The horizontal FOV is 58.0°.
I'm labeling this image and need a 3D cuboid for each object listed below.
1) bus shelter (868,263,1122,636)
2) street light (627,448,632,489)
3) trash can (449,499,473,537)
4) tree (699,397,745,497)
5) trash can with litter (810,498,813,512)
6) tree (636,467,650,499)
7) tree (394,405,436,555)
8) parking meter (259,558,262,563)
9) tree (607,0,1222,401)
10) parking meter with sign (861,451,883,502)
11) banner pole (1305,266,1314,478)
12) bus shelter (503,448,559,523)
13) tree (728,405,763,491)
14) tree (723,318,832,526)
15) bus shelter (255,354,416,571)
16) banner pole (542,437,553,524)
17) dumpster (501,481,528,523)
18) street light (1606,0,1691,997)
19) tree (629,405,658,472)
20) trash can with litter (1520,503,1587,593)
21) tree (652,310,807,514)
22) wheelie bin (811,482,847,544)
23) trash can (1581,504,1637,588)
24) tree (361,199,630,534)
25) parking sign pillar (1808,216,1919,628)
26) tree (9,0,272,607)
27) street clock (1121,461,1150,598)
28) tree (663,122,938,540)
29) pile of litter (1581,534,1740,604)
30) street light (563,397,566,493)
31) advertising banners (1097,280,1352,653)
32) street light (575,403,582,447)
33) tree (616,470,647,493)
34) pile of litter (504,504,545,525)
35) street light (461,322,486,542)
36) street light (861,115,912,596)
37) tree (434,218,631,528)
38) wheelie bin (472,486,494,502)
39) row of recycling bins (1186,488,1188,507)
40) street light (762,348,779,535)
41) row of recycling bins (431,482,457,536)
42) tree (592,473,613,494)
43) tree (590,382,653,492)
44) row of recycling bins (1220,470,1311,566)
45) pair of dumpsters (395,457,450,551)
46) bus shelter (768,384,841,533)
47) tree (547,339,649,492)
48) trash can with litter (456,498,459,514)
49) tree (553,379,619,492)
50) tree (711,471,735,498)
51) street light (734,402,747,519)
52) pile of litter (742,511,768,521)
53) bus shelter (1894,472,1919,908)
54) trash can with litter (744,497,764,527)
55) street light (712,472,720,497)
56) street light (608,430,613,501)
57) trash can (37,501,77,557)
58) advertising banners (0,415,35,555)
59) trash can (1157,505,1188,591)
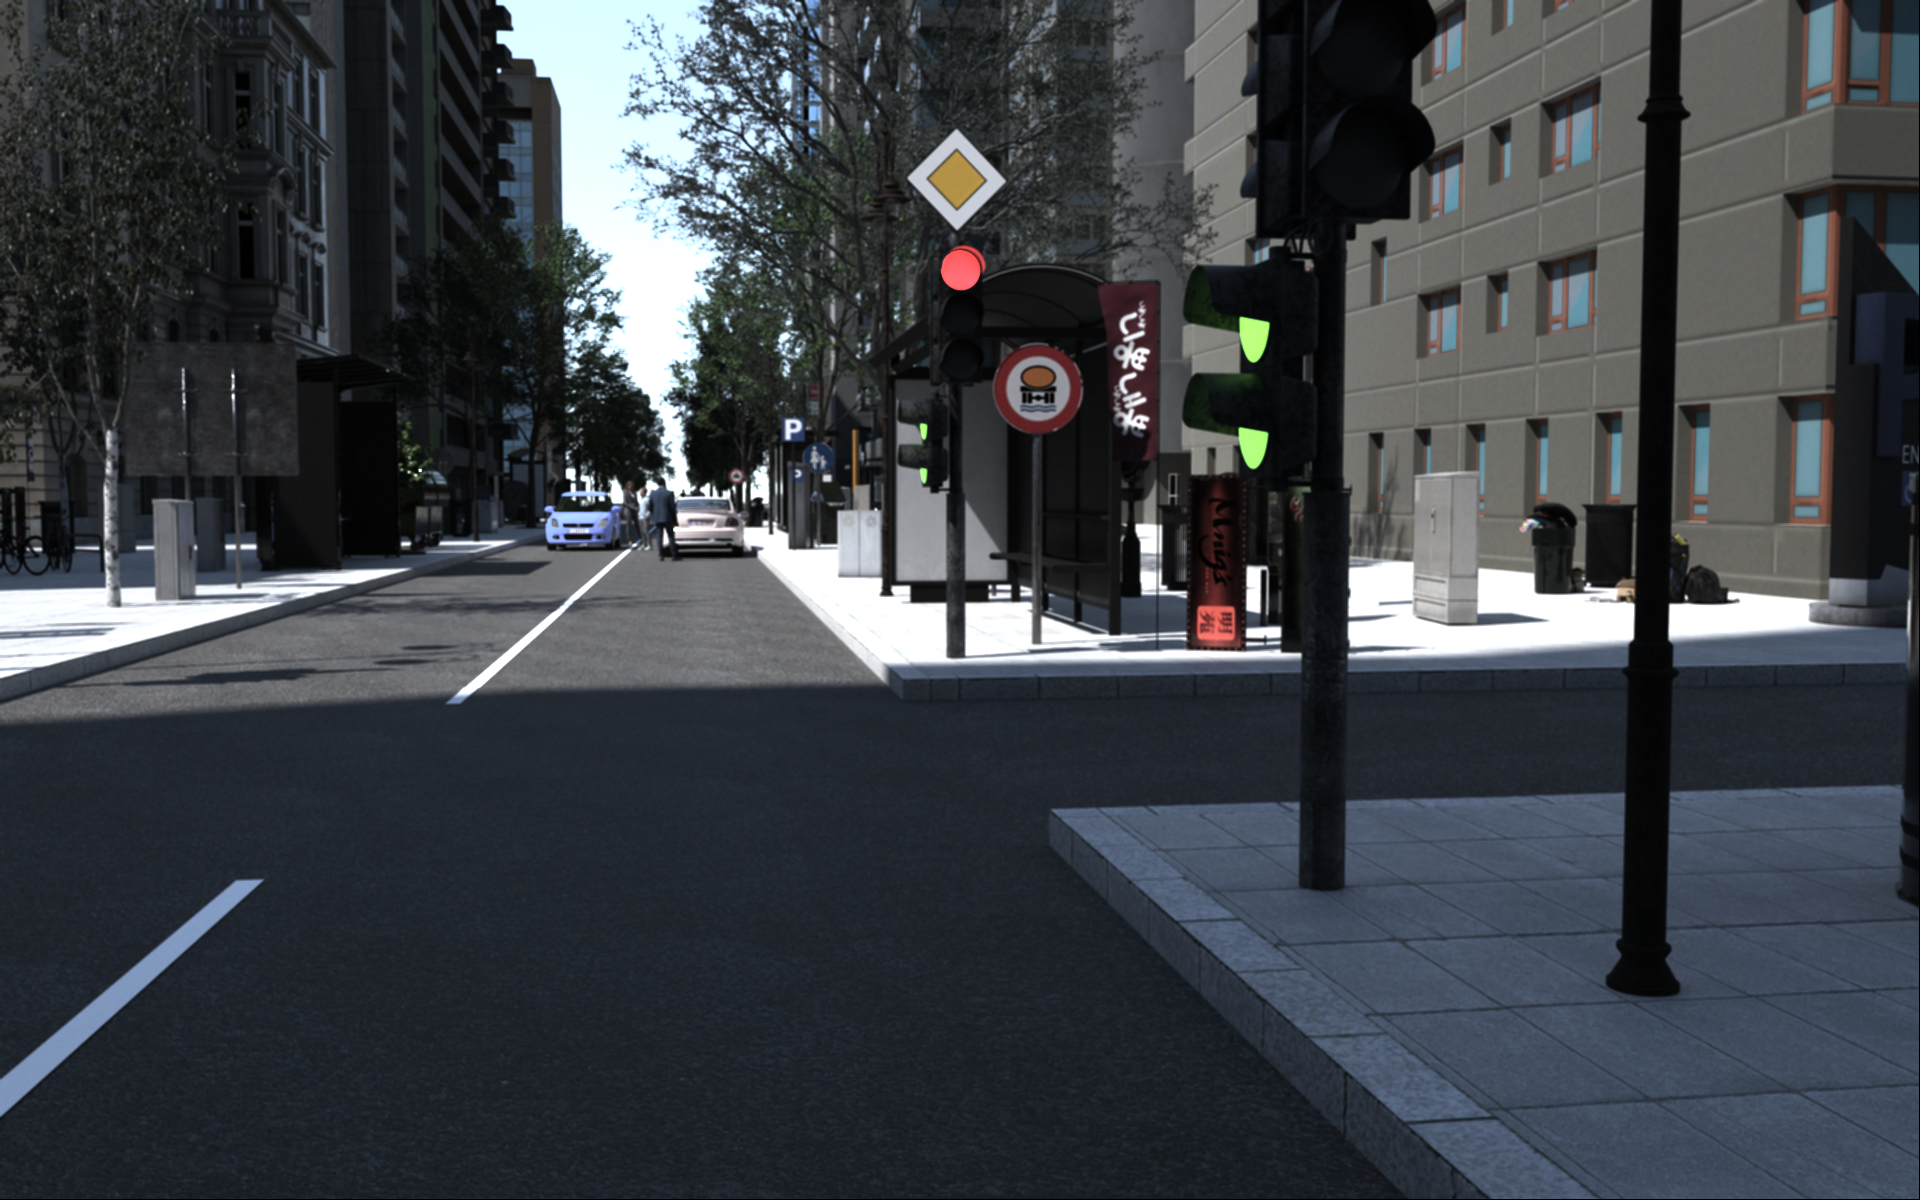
[{"bbox_3d":[0.328,-1.468,17.926,2.014,3.302,5.546,-1,4,-9],"label":"bus shelter"},{"bbox_3d":[-29.731,-11.135,154.851,0.468,5.910,1.993,-1,4,-9],"label":"street light"},{"bbox_3d":[-14.932,-2.455,51.785,0.748,1.137,0.748,0,3,0],"label":"trash can"},{"bbox_3d":[-26.682,-16.830,193.304,7.486,12.596,7.792,0,3,0],"label":"tree"},{"bbox_3d":[-4.514,-2.388,50.439,0.624,1.170,1.055,1,4,16],"label":"trash can with litter"},{"bbox_3d":[-40.531,-16.330,217.364,4.360,8.622,3.978,0,3,0],"label":"tree"},{"bbox_3d":[-12.023,-2.576,36.713,1.663,3.219,1.824,0,3,0],"label":"tree"},{"bbox_3d":[-12.990,-1.477,32.564,0.372,1.533,0.369,0,3,0],"label":"parking meter"},{"bbox_3d":[-1.080,-7.313,29.938,12.009,13.543,11.850,0,3,0],"label":"tree"},{"bbox_3d":[-3.137,-4.580,71.150,1.738,3.016,0.543,-1,4,-15],"label":"parking meter with sign"},{"bbox_3d":[3.882,-1.795,19.365,0.401,3.779,0.863,1,4,11],"label":"banner pole"},{"bbox_3d":[-19.652,-5.240,79.603,2.014,3.302,5.546,-1,4,-9],"label":"bus shelter"},{"bbox_3d":[-15.837,-10.679,124.962,4.737,8.622,4.395,0,3,0],"label":"tree"},{"bbox_3d":[-7.398,-7.254,68.966,4.360,8.622,3.978,0,3,0],"label":"tree"},{"bbox_3d":[-11.379,-2.487,31.941,1.731,3.624,6.357,-1,4,-9],"label":"bus shelter"},{"bbox_3d":[-17.886,-5.211,75.210,0.401,3.779,0.863,-3,5,-42],"label":"banner pole"},{"bbox_3d":[-19.193,-4.235,75.007,1.264,1.857,1.865,-1,4,-9],"label":"dumpster"},{"bbox_3d":[1.776,-1.929,4.326,0.468,5.910,1.993,-1,4,-9],"label":"street light"},{"bbox_3d":[-31.393,-13.803,160.087,7.601,10.594,8.767,0,4,-3],"label":"tree"},{"bbox_3d":[7.749,-0.681,22.519,0.624,1.170,1.055,3,4,37],"label":"trash can with litter"},{"bbox_3d":[-13.533,-11.521,105.374,9.611,12.733,9.660,0,3,0],"label":"tree"},{"bbox_3d":[-3.395,-2.237,44.484,0.980,1.594,0.693,-3,4,-37],"label":"wheelie bin"},{"bbox_3d":[8.928,-0.744,23.825,0.748,1.137,0.748,0,3,0],"label":"trash can"},{"bbox_3d":[-15.241,-7.339,54.399,7.601,10.594,8.767,0,4,1],"label":"tree"},{"bbox_3d":[9.241,-1.752,17.111,1.447,3.967,1.447,-2,4,-28],"label":"parking sign pillar"},{"bbox_3d":[-9.758,-4.235,19.603,4.360,8.622,3.978,0,3,0],"label":"tree"},{"bbox_3d":[2.127,-1.037,21.519,0.358,2.002,0.471,-3,4,-37],"label":"street clock"},{"bbox_3d":[-3.926,-7.520,48.712,9.928,11.665,9.643,0,3,0],"label":"tree"},{"bbox_3d":[8.345,-0.406,20.608,1.719,0.858,1.176,2,4,26],"label":"pile of litter"},{"bbox_3d":[-18.112,-6.517,79.339,0.468,5.910,1.993,-1,4,-9],"label":"street light"},{"bbox_3d":[2.126,-1.095,14.084,2.074,3.025,0.090,1,4,17],"label":"advertising banners"},{"bbox_3d":[-19.429,-7.056,88.159,0.468,5.910,1.993,-1,4,-9],"label":"street light"},{"bbox_3d":[-38.910,-13.719,208.025,4.285,4.588,4.351,0,3,0],"label":"tree"},{"bbox_3d":[-18.322,-3.584,72.570,1.719,0.858,1.176,1,4,10],"label":"pile of litter"},{"bbox_3d":[-13.066,-4.517,46.636,0.468,5.910,1.993,-1,4,-9],"label":"street light"},{"bbox_3d":[-0.925,-2.988,21.640,0.468,5.910,1.993,-1,4,-9],"label":"street light"},{"bbox_3d":[-15.980,-8.507,64.850,9.928,11.665,9.643,0,3,0],"label":"tree"},{"bbox_3d":[-17.859,-3.475,64.725,0.980,1.594,0.693,0,4,-3],"label":"wheelie bin"},{"bbox_3d":[7.881,-2.653,50.494,1.069,1.692,3.534,-2,4,-32],"label":"row of recycling bins"},{"bbox_3d":[-5.993,-5.014,54.763,0.468,5.910,1.993,-1,4,-9],"label":"street light"},{"bbox_3d":[-16.415,-2.873,54.089,1.069,1.692,3.534,0,4,-8],"label":"row of recycling bins"},{"bbox_3d":[-27.339,-8.504,133.643,1.663,3.219,1.824,0,3,0],"label":"tree"},{"bbox_3d":[-33.599,-15.929,177.445,9.611,12.733,9.660,0,3,0],"label":"tree"},{"bbox_3d":[5.576,-1.498,31.597,1.069,1.692,3.534,-1,4,-22],"label":"row of recycling bins"},{"bbox_3d":[-13.039,-2.331,40.610,1.574,2.255,4.437,-1,4,-9],"label":"pair of dumpsters"},{"bbox_3d":[-5.569,-5.089,60.838,2.179,5.291,8.768,-1,4,-9],"label":"bus shelter"},{"bbox_3d":[-26.634,-12.767,126.866,7.486,12.596,7.792,0,3,0],"label":"tree"},{"bbox_3d":[-17.968,-2.988,60.242,1.055,1.170,0.624,1,4,21],"label":"trash can with litter"},{"bbox_3d":[-23.387,-9.722,109.324,4.737,8.622,4.395,0,3,0],"label":"tree"},{"bbox_3d":[-28.575,-13.738,208.336,4.285,4.588,4.351,0,3,0],"label":"tree"},{"bbox_3d":[-11.013,-7.012,87.438,0.468,5.910,1.993,-1,4,-9],"label":"street light"},{"bbox_3d":[-9.916,-4.296,84.201,1.719,0.858,1.176,-1,4,-22],"label":"pile of litter"},{"bbox_3d":[3.759,-1.448,1.302,2.179,5.291,8.768,-1,4,-9],"label":"bus shelter"},{"bbox_3d":[-8.026,-3.403,67.027,0.624,1.170,1.055,-3,4,-38],"label":"trash can with litter"},{"bbox_3d":[-25.235,-12.633,179.337,0.468,5.910,1.993,-1,4,-9],"label":"street light"},{"bbox_3d":[-24.492,-9.085,121.322,0.468,5.910,1.993,-1,4,-9],"label":"street light"},{"bbox_3d":[-18.570,-1.468,35.654,0.748,1.137,0.748,0,3,0],"label":"trash can"},{"bbox_3d":[-20.345,-2.523,37.443,0.090,3.025,2.074,-1,4,-9],"label":"advertising banners"},{"bbox_3d":[3.008,-0.707,23.213,0.748,1.137,0.748,0,3,0],"label":"trash can"}]
